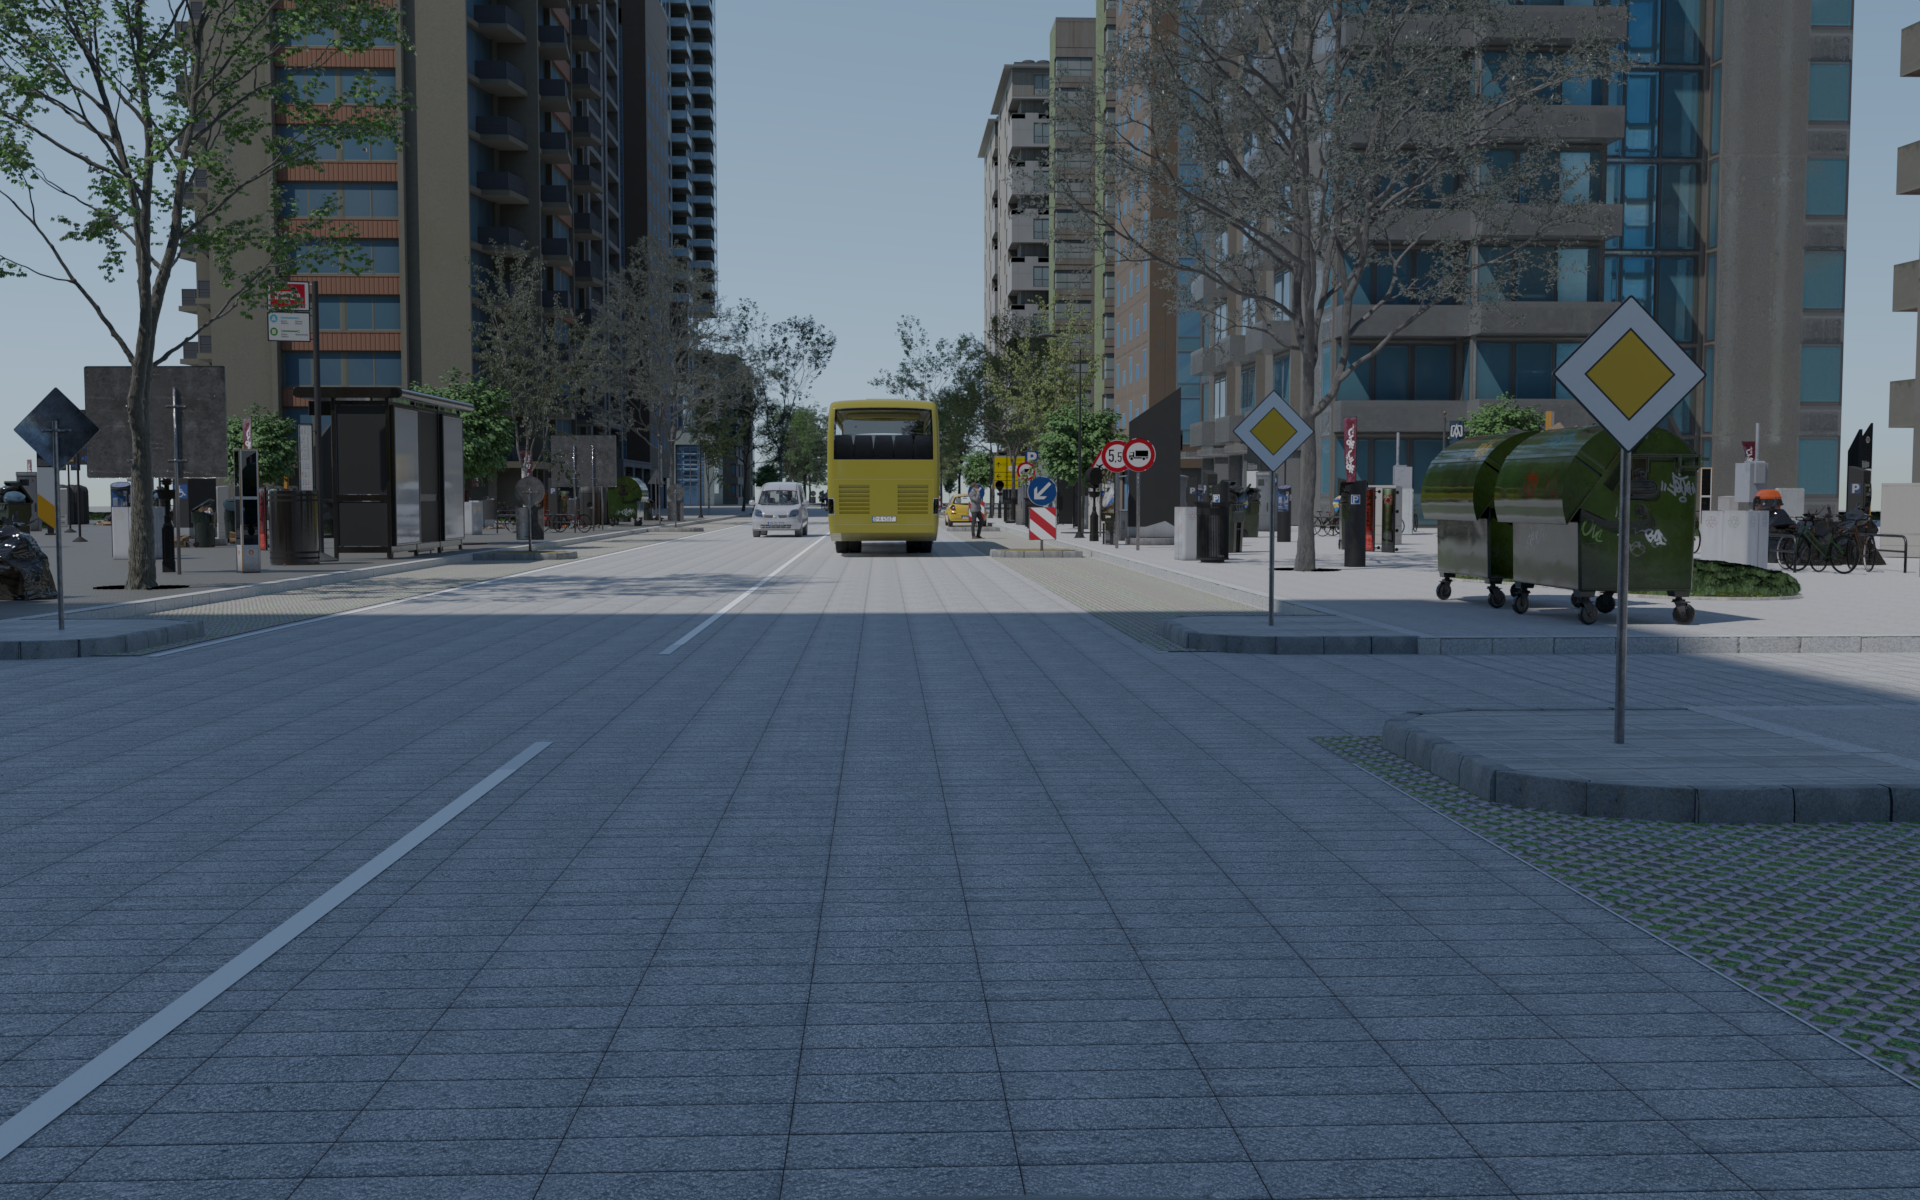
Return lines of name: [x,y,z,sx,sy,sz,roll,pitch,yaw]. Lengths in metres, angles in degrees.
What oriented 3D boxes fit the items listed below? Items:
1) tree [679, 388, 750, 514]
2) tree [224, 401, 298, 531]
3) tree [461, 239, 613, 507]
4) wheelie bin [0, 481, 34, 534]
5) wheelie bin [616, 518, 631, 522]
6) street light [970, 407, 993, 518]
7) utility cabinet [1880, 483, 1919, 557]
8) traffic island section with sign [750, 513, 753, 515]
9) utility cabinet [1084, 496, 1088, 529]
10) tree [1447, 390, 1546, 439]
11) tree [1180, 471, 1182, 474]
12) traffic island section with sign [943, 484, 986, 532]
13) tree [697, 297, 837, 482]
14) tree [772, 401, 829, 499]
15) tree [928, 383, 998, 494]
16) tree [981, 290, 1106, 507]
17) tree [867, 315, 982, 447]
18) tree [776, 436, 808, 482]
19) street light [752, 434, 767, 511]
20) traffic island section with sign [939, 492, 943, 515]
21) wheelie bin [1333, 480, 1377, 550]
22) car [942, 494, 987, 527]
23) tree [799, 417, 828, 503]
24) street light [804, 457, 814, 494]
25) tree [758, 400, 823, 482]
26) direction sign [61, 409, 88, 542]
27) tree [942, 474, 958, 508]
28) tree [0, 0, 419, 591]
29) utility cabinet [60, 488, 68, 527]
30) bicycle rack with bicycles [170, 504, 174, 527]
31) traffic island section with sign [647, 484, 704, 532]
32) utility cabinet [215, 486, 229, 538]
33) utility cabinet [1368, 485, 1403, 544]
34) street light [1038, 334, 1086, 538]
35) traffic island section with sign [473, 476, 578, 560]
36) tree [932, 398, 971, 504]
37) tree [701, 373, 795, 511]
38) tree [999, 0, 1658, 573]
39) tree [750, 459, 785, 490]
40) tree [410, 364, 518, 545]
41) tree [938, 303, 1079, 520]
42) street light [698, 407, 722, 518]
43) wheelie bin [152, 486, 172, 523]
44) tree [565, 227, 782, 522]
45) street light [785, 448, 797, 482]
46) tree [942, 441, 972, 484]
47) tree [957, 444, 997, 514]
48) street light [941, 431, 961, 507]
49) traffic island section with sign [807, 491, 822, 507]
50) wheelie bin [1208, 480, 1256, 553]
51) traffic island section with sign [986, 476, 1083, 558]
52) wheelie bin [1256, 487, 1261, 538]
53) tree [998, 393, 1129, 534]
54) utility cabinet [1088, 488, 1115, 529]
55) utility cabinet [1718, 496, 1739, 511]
tree: [-15.601,-9.691,108.818,4.737,8.622,4.395,0,3,0]
tree: [-24.813,-4.743,61.263,4.285,4.588,4.351,0,3,0]
tree: [-12.511,-6.104,50.156,4.360,8.622,3.978,0,3,0]
wheelie bin: [-22.642,-2.051,41.440,0.980,1.594,0.693,2,4,32]
wheelie bin: [-15.409,-4.378,79.485,0.693,1.594,0.980,2,4,31]
street light: [1.082,-7.283,91.614,1.470,5.913,1.316,0,4,-3]
utility cabinet: [19.105,-1.589,34.654,1.173,1.500,0.318,3,5,40]
traffic island section with sign: [-13.045,-6.589,116.352,1.989,1.847,2.006,0,4,-3]
utility cabinet: [4.558,-3.208,63.617,0.306,1.237,1.020,0,4,4]
tree: [17.239,-4.367,55.114,4.285,4.588,4.351,0,3,0]
tree: [9.076,-5.018,76.645,1.663,3.219,1.824,0,3,0]
traffic island section with sign: [0.483,-3.552,66.699,1.989,1.847,2.006,0,4,-3]
tree: [-18.578,-19.092,168.046,12.611,20.169,13.585,0,3,0]
tree: [-21.385,-20.193,236.809,9.857,13.997,8.962,0,3,0]
tree: [0.040,-13.946,153.779,9.928,11.665,9.643,0,3,0]
tree: [3.175,-6.825,61.952,4.737,8.622,4.395,0,3,0]
tree: [-3.902,-20.110,184.682,12.611,20.169,13.585,0,3,0]
tree: [-20.428,-16.021,212.305,4.360,8.622,3.978,0,3,0]
street light: [-15.358,-9.858,133.715,1.470,5.913,1.316,0,4,-3]
traffic island section with sign: [-1.763,-6.601,116.551,1.989,1.847,2.006,0,4,-3]
wheelie bin: [9.118,-1.961,39.978,0.980,1.594,0.693,0,4,7]
car: [0.235,-4.069,76.757,2.015,1.641,3.980,0,4,-3]
tree: [-22.049,-20.258,249.350,7.486,12.596,7.792,0,3,0]
street light: [-19.001,-14.984,217.527,1.470,5.913,1.316,0,4,-3]
tree: [-18.646,-16.161,189.986,9.928,11.665,9.643,0,3,0]
direction sign: [-23.677,-3.333,46.498,0.876,3.537,0.379,1,4,16]
tree: [-0.878,-10.422,165.003,1.663,3.219,1.824,0,3,0]
tree: [-10.908,-5.950,23.041,9.928,11.665,9.643,0,3,0]
utility cabinet: [-35.326,-3.583,67.258,1.173,1.500,0.318,-1,4,-21]
bicycle rack with bicycles: [-29.072,-3.161,65.071,2.925,0.926,2.852,-3,5,-44]
traffic island section with sign: [-10.761,-3.488,65.652,1.989,1.847,2.006,0,4,-3]
utility cabinet: [-20.010,-2.336,46.877,0.318,1.500,1.173,-2,4,-29]
utility cabinet: [10.663,-2.163,44.049,0.318,1.500,1.173,-3,5,-43]
street light: [2.944,-4.755,50.280,1.470,5.913,1.316,0,4,-3]
traffic island section with sign: [-9.505,-1.803,38.099,1.989,1.847,2.006,0,4,-3]
tree: [-2.371,-17.451,203.453,7.486,12.596,7.792,0,3,0]
tree: [-15.725,-11.843,128.047,7.601,10.594,8.767,0,4,7]
tree: [5.907,-7.224,28.475,12.009,13.543,11.850,0,3,0]
tree: [-17.677,-10.764,159.711,4.285,4.588,4.351,0,3,0]
tree: [-12.750,-3.689,44.022,4.285,4.588,4.351,0,3,0]
tree: [2.427,-9.234,85.389,8.767,10.594,7.601,2,4,35]
street light: [-13.370,-7.355,92.800,1.470,5.913,1.316,0,4,-3]
wheelie bin: [-32.120,-3.774,69.609,0.693,1.594,0.980,-3,5,-45]
tree: [-13.585,-10.419,80.717,12.009,13.543,11.850,0,3,0]
street light: [-17.150,-12.434,175.841,1.470,5.913,1.316,0,4,-3]
tree: [-3.186,-18.435,218.420,9.611,12.733,9.660,0,3,0]
tree: [1.390,-7.960,113.863,4.285,4.588,4.351,0,3,0]
street light: [-0.528,-9.467,127.322,1.470,5.913,1.316,0,4,-3]
traffic island section with sign: [-16.748,-11.615,198.540,1.989,1.847,2.006,0,4,-3]
wheelie bin: [5.881,-1.835,37.917,0.693,1.594,0.980,3,4,37]
traffic island section with sign: [1.703,-1.892,39.559,1.989,1.847,2.006,0,4,-3]
wheelie bin: [8.566,-2.650,51.229,0.693,1.594,0.980,0,4,7]
tree: [3.995,-4.454,56.534,4.285,4.588,4.351,0,3,0]
utility cabinet: [5.095,-3.266,62.085,0.318,1.500,1.173,-2,4,-35]
utility cabinet: [24.748,-2.732,55.834,0.306,1.237,1.020,0,4,3]
